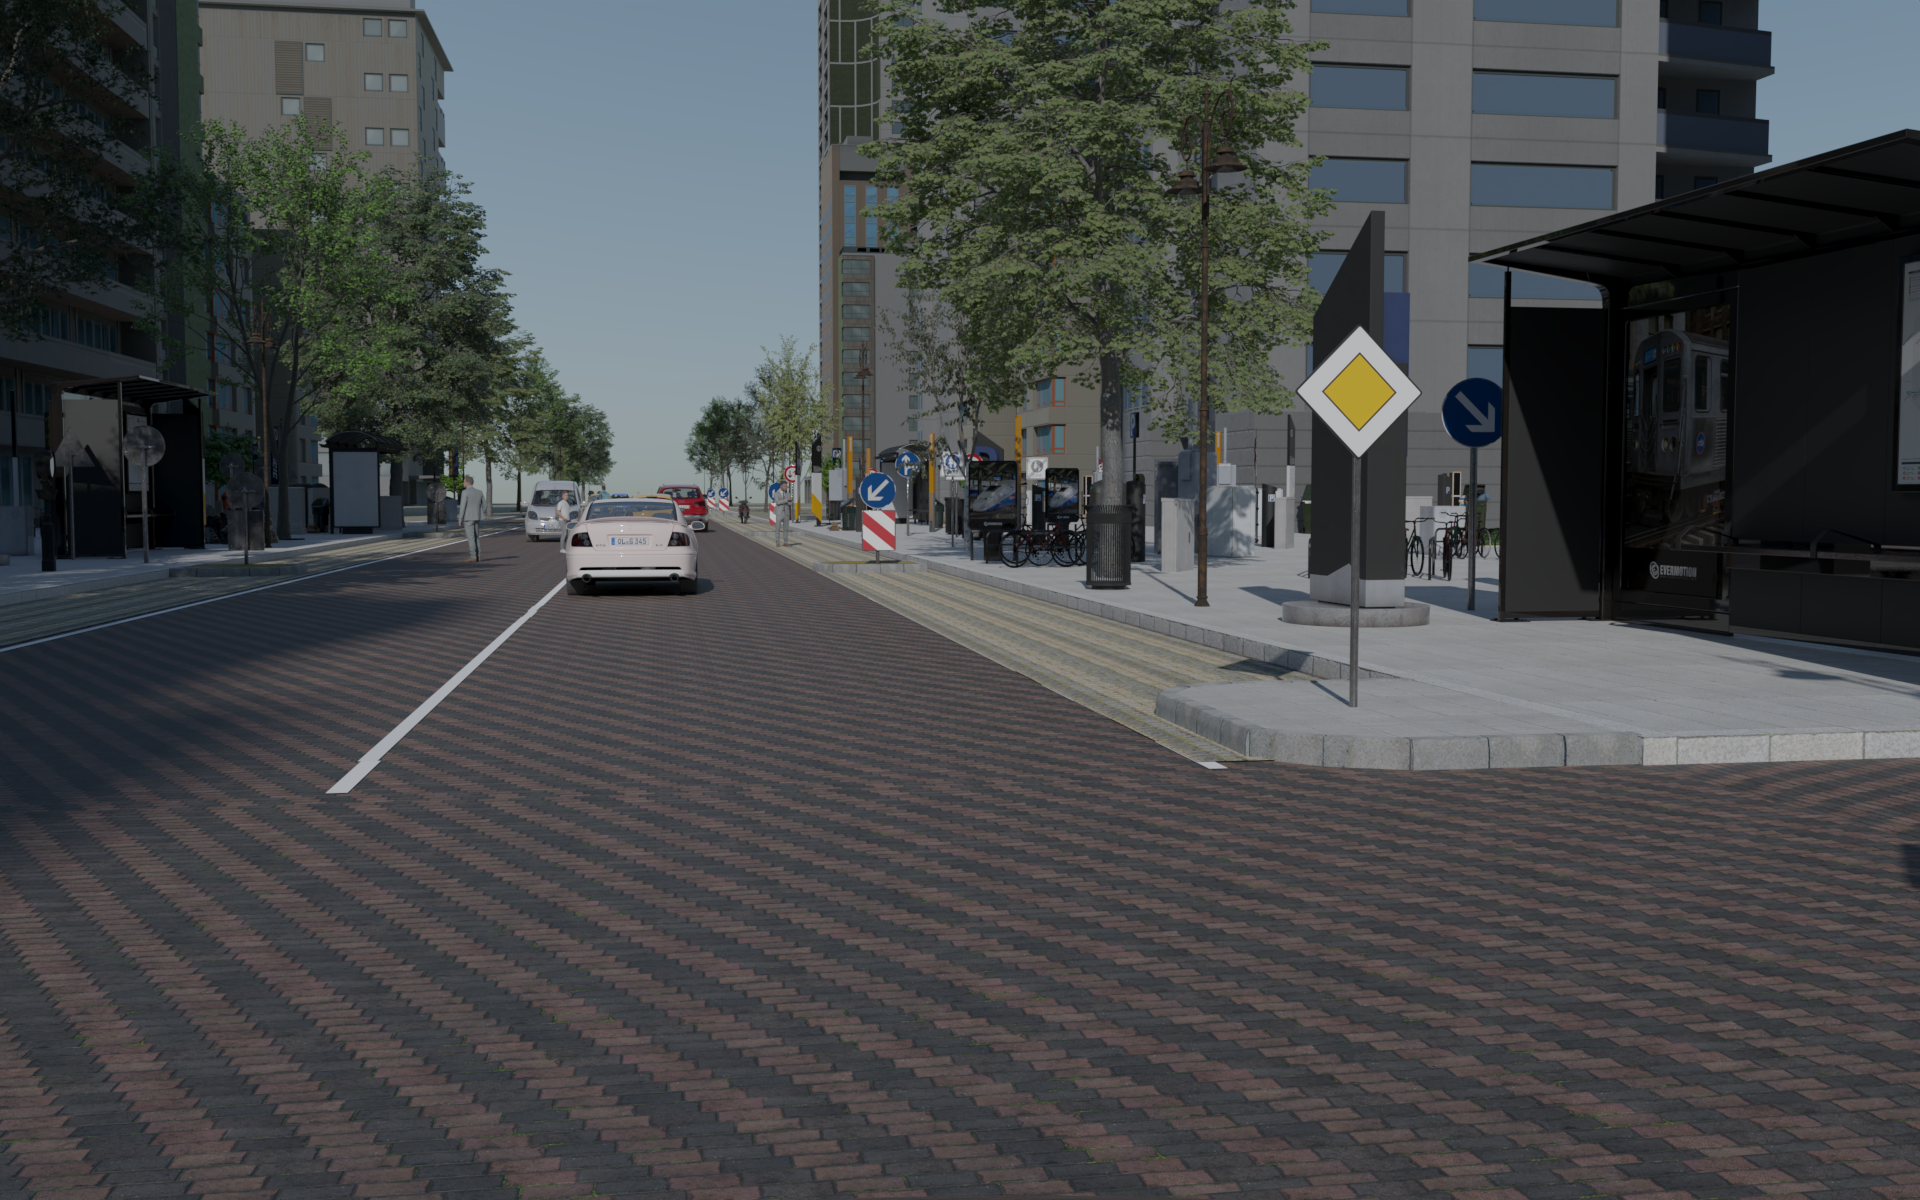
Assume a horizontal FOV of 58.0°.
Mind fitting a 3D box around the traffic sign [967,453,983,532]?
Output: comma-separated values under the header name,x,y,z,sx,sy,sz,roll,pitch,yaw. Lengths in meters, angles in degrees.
name,x,y,z,sx,sy,sz,roll,pitch,yaw
traffic sign,0.352,-3.303,54.106,0.768,2.556,0.104,0,4,-7

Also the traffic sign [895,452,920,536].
name,x,y,z,sx,sy,sz,roll,pitch,yaw
traffic sign,-1.584,-3.219,52.738,0.768,2.556,0.104,0,4,-4

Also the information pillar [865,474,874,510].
name,x,y,z,sx,sy,sz,roll,pitch,yaw
information pillar,-3.276,-3.521,62.063,0.304,2.012,0.304,-1,4,-20

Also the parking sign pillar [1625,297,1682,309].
name,x,y,z,sx,sy,sz,roll,pitch,yaw
parking sign pillar,7.782,-1.909,19.681,1.447,3.967,1.447,-1,4,-17

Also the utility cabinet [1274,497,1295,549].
name,x,y,z,sx,sy,sz,roll,pitch,yaw
utility cabinet,7.640,-1.813,40.809,0.306,1.237,1.020,1,4,21

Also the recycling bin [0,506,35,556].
name,x,y,z,sx,sy,sz,roll,pitch,yaw
recycling bin,-19.806,-1.444,36.166,0.722,1.027,0.722,-1,4,-17

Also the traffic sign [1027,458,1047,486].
name,x,y,z,sx,sy,sz,roll,pitch,yaw
traffic sign,2.162,-2.849,48.710,0.606,2.300,0.079,-1,4,-10

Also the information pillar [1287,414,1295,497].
name,x,y,z,sx,sy,sz,roll,pitch,yaw
information pillar,9.709,-3.639,50.852,0.183,3.616,0.504,2,4,30

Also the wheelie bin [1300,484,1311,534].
name,x,y,z,sx,sy,sz,roll,pitch,yaw
wheelie bin,11.402,-2.925,55.734,0.980,1.594,0.693,3,4,37

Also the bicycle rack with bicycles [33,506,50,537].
name,x,y,z,sx,sy,sz,roll,pitch,yaw
bicycle rack with bicycles,-27.782,-2.262,50.361,2.852,0.926,2.925,-2,4,-25

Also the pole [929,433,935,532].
name,x,y,z,sx,sy,sz,roll,pitch,yaw
pole,-0.936,-3.932,58.136,0.158,3.312,0.155,0,3,0

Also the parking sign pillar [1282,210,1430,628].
name,x,y,z,sx,sy,sz,roll,pitch,yaw
parking sign pillar,3.959,-1.759,17.227,1.447,3.967,1.447,-1,4,-13

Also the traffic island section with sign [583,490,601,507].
name,x,y,z,sx,sy,sz,roll,pitch,yaw
traffic island section with sign,-40.071,-10.998,188.445,1.989,1.847,2.006,-1,4,-10

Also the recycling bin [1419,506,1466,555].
name,x,y,z,sx,sy,sz,roll,pitch,yaw
recycling bin,10.210,-1.475,36.664,0.722,1.027,0.722,-1,4,-12

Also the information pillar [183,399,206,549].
name,x,y,z,sx,sy,sz,roll,pitch,yaw
information pillar,-17.936,-3.009,40.556,0.504,3.616,0.183,1,4,11

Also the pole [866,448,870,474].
name,x,y,z,sx,sy,sz,roll,pitch,yaw
pole,-4.083,-5.098,77.203,0.158,3.312,0.155,0,3,0

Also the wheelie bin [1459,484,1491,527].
name,x,y,z,sx,sy,sz,roll,pitch,yaw
wheelie bin,16.199,-2.844,54.405,0.980,1.594,0.693,0,3,0

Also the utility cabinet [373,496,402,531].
name,x,y,z,sx,sy,sz,roll,pitch,yaw
utility cabinet,-20.289,-3.063,61.248,1.020,1.237,0.306,-2,4,-35

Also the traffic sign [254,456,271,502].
name,x,y,z,sx,sy,sz,roll,pitch,yaw
traffic sign,-23.370,-3.558,58.283,0.768,2.556,0.104,0,4,-3

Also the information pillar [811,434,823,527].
name,x,y,z,sx,sy,sz,roll,pitch,yaw
information pillar,-5.611,-4.681,67.892,0.183,3.616,0.504,3,5,40

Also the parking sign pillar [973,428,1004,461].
name,x,y,z,sx,sy,sz,roll,pitch,yaw
parking sign pillar,1.111,-5.011,70.398,1.447,3.967,1.447,1,4,21

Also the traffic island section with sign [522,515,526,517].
name,x,y,z,sx,sy,sz,roll,pitch,yaw
traffic island section with sign,-25.926,-6.007,106.840,1.989,1.847,2.006,-1,4,-10

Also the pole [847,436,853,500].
name,x,y,z,sx,sy,sz,roll,pitch,yaw
pole,-3.901,-4.125,61.292,0.158,3.312,0.155,0,3,0

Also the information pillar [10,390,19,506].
name,x,y,z,sx,sy,sz,roll,pitch,yaw
information pillar,-21.463,-2.936,39.352,0.183,3.616,0.504,-2,4,-26

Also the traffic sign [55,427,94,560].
name,x,y,z,sx,sy,sz,roll,pitch,yaw
traffic sign,-17.213,-2.052,33.547,0.884,2.594,0.081,0,4,0

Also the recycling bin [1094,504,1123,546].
name,x,y,z,sx,sy,sz,roll,pitch,yaw
recycling bin,3.681,-1.791,41.834,0.722,1.027,0.722,-1,4,-19

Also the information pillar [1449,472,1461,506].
name,x,y,z,sx,sy,sz,roll,pitch,yaw
information pillar,16.184,-3.192,56.685,0.304,2.012,0.304,-1,4,-11

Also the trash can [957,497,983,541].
name,x,y,z,sx,sy,sz,roll,pitch,yaw
trash can,0.355,-2.216,47.883,0.748,1.137,0.748,0,3,0

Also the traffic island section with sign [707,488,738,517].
name,x,y,z,sx,sy,sz,roll,pitch,yaw
traffic island section with sign,-14.960,-6.119,108.673,1.989,1.847,2.006,-1,4,-10

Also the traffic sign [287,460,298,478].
name,x,y,z,sx,sy,sz,roll,pitch,yaw
traffic sign,-22.976,-3.606,58.966,0.884,2.594,0.081,-1,4,-8

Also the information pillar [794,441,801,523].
name,x,y,z,sx,sy,sz,roll,pitch,yaw
information pillar,-7.144,-5.193,76.254,0.183,3.616,0.504,1,4,13

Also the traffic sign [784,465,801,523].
name,x,y,z,sx,sy,sz,roll,pitch,yaw
traffic sign,-7.415,-4.691,76.800,0.768,2.556,0.104,0,4,-1

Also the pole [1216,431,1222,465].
name,x,y,z,sx,sy,sz,roll,pitch,yaw
pole,8.409,-3.823,56.349,0.158,3.312,0.155,0,3,0

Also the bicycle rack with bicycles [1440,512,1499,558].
name,x,y,z,sx,sy,sz,roll,pitch,yaw
bicycle rack with bicycles,10.410,-1.266,34.083,2.925,0.926,2.852,-3,5,-42

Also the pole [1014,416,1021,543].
name,x,y,z,sx,sy,sz,roll,pitch,yaw
pole,1.505,-3.135,45.104,0.158,3.312,0.155,0,3,0

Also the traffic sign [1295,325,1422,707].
name,x,y,z,sx,sy,sz,roll,pitch,yaw
traffic sign,2.367,-0.411,10.370,0.795,2.450,0.064,-1,4,-10

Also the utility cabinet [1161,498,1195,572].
name,x,y,z,sx,sy,sz,roll,pitch,yaw
utility cabinet,3.651,-1.088,28.951,0.306,1.237,1.020,2,4,23

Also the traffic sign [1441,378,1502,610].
name,x,y,z,sx,sy,sz,roll,pitch,yaw
traffic sign,5.645,-1.159,19.051,0.768,2.556,0.104,0,4,-2

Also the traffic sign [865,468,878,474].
name,x,y,z,sx,sy,sz,roll,pitch,yaw
traffic sign,-4.380,-5.250,85.943,0.768,2.556,0.104,-1,4,-10

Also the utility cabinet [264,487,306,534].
name,x,y,z,sx,sy,sz,roll,pitch,yaw
utility cabinet,-21.450,-2.835,55.028,1.173,1.500,0.318,0,4,-1

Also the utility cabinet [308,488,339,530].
name,x,y,z,sx,sy,sz,roll,pitch,yaw
utility cabinet,-22.500,-3.219,61.313,0.318,1.500,1.173,2,4,31

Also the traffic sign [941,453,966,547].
name,x,y,z,sx,sy,sz,roll,pitch,yaw
traffic sign,-0.178,-2.433,41.914,0.606,2.300,0.079,0,4,-3

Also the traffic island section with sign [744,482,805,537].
name,x,y,z,sx,sy,sz,roll,pitch,yaw
traffic island section with sign,-6.358,-3.084,59.057,1.989,1.847,2.006,-1,4,-10

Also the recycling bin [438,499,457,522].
name,x,y,z,sx,sy,sz,roll,pitch,yaw
recycling bin,-23.954,-4.175,80.815,0.722,1.027,0.722,1,4,18

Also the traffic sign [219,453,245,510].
name,x,y,z,sx,sy,sz,roll,pitch,yaw
traffic sign,-22.794,-3.312,54.253,0.768,2.556,0.104,0,4,-5

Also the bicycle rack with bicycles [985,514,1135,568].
name,x,y,z,sx,sy,sz,roll,pitch,yaw
bicycle rack with bicycles,1.778,-1.093,31.257,2.925,0.926,2.852,-1,4,-15

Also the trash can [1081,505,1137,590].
name,x,y,z,sx,sy,sz,roll,pitch,yaw
trash can,2.001,-0.713,23.308,0.748,1.137,0.748,0,3,0

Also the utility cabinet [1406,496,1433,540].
name,x,y,z,sx,sy,sz,roll,pitch,yaw
utility cabinet,12.641,-2.274,48.343,1.020,1.237,0.306,-1,4,-11

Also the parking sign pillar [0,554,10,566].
name,x,y,z,sx,sy,sz,roll,pitch,yaw
parking sign pillar,-17.835,-2.595,30.901,1.447,3.967,1.447,0,4,0

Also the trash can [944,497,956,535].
name,x,y,z,sx,sy,sz,roll,pitch,yaw
trash can,-0.165,-2.629,54.642,0.748,1.137,0.748,0,3,0

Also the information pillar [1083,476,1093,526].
name,x,y,z,sx,sy,sz,roll,pitch,yaw
information pillar,5.080,-3.941,68.924,0.304,2.012,0.304,-1,4,-20

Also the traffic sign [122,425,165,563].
name,x,y,z,sx,sy,sz,roll,pitch,yaw
traffic sign,-15.121,-1.957,32.102,0.768,2.556,0.104,0,4,-4

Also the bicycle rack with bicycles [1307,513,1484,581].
name,x,y,z,sx,sy,sz,roll,pitch,yaw
bicycle rack with bicycles,6.577,-0.830,26.954,2.852,0.926,2.925,1,4,18
